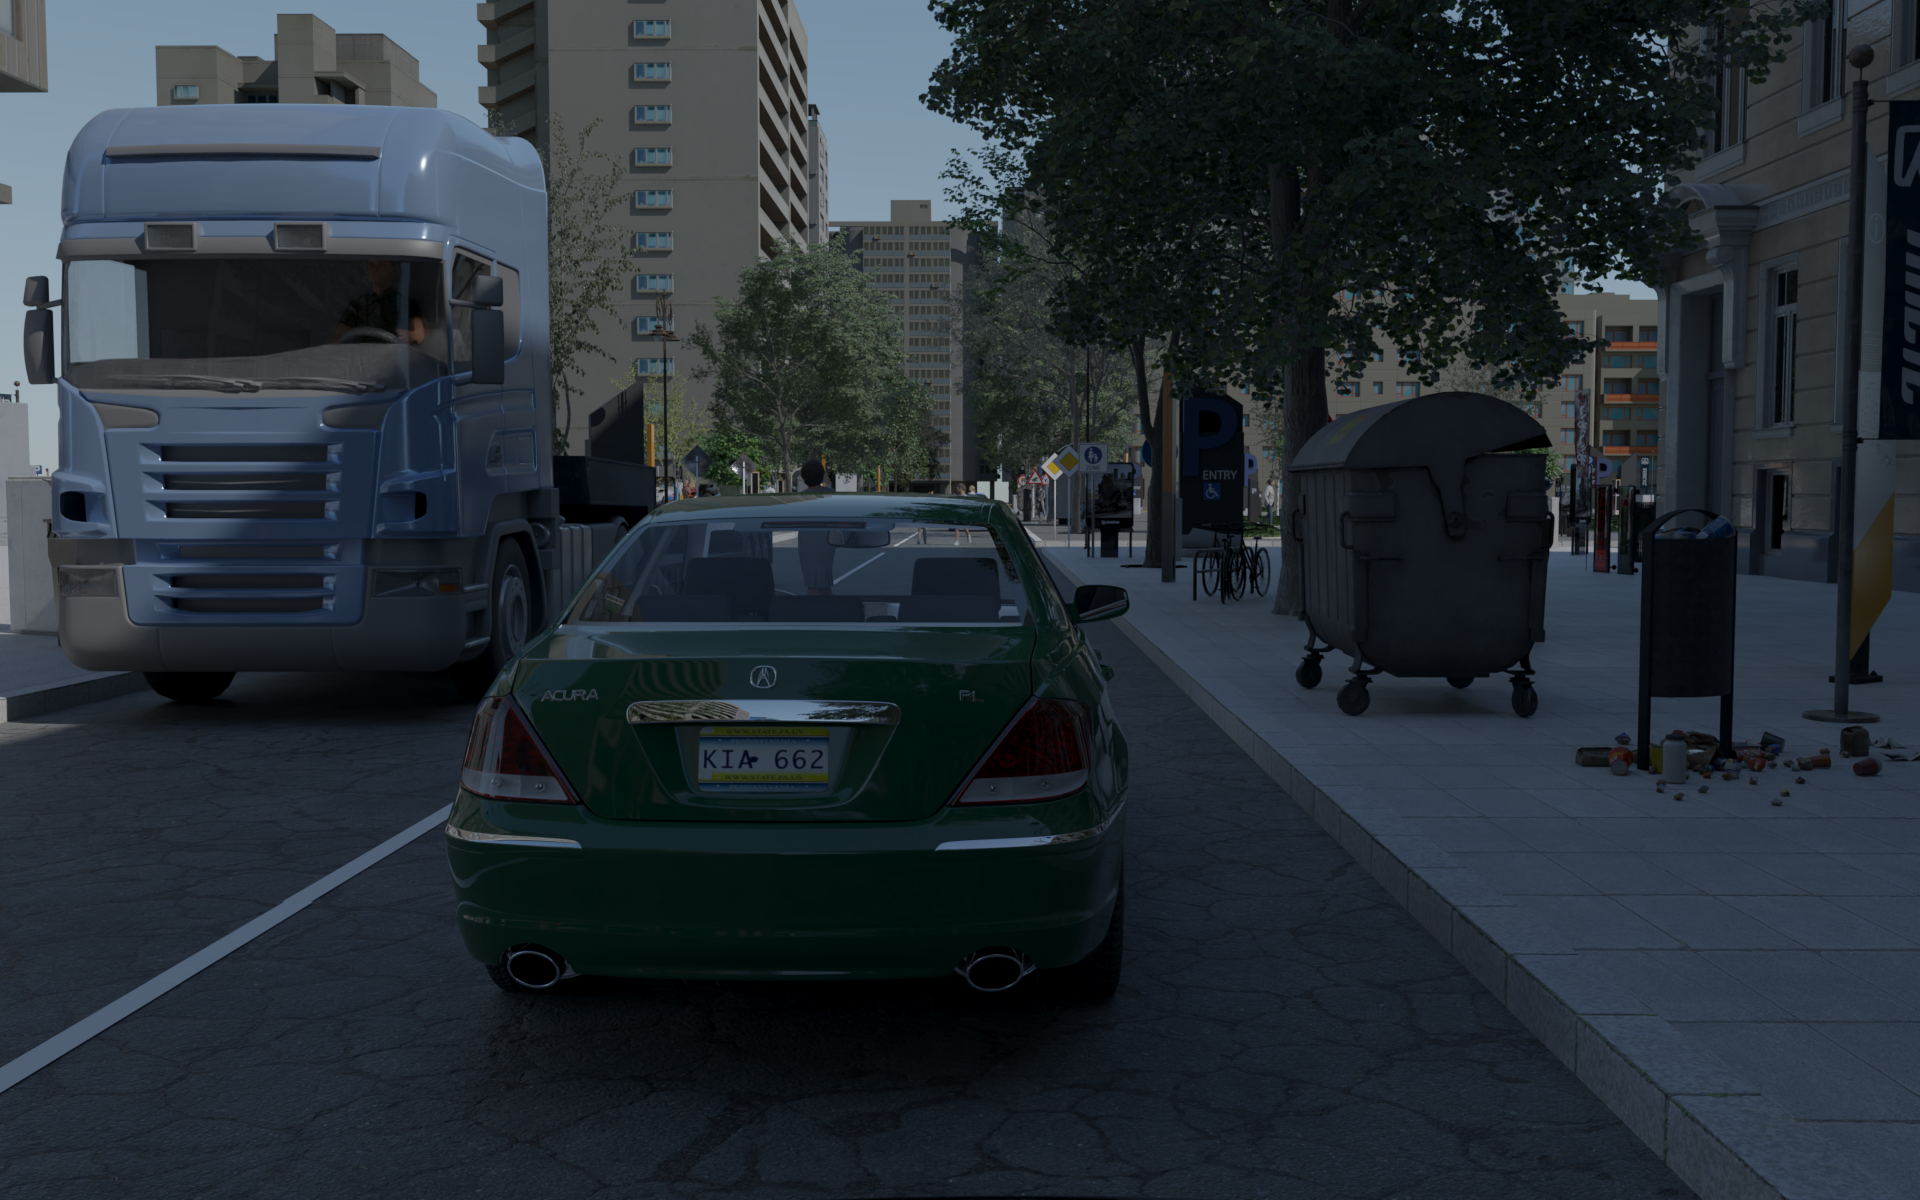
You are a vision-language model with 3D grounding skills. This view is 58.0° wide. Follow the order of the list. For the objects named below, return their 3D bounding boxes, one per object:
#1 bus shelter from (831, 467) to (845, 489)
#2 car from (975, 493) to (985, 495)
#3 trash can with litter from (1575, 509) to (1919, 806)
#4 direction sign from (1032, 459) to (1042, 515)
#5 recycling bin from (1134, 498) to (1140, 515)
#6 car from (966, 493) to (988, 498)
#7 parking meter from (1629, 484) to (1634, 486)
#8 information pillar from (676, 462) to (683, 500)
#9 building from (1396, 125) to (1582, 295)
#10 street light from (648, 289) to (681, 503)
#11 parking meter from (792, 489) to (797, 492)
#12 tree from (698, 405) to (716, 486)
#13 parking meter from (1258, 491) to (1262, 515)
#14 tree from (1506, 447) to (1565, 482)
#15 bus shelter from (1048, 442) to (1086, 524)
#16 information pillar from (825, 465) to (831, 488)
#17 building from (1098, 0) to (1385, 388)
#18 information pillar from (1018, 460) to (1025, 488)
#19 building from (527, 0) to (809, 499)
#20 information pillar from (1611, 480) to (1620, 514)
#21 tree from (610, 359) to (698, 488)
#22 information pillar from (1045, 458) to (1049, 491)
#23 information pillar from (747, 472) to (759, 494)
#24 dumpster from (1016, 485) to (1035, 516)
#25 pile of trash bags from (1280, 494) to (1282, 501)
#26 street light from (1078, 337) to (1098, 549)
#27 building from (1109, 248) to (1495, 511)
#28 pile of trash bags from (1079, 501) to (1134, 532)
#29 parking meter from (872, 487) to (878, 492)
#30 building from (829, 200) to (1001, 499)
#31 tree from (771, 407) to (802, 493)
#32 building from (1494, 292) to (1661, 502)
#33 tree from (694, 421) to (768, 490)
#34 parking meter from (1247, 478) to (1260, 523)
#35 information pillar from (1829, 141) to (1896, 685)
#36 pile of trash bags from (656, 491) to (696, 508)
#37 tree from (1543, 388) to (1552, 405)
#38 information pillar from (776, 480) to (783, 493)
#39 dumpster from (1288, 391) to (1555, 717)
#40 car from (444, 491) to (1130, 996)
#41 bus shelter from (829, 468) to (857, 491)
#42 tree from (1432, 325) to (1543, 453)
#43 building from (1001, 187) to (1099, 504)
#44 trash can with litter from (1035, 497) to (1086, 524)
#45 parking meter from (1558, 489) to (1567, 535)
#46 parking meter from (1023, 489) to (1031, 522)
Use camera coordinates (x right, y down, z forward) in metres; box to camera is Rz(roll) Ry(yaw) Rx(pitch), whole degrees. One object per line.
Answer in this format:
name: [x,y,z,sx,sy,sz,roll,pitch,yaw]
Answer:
bus shelter: [-7.811,-7.855,119.708,1.731,3.624,6.357,0,4,1]
car: [1.354,-7.549,133.013,1.945,1.707,3.694,0,4,-1]
trash can with litter: [3.808,0.178,8.153,2.233,1.210,1.678,-1,4,-22]
direction sign: [4.703,-6.933,105.353,0.379,3.537,0.876,3,5,44]
recycling bin: [10.495,-5.630,104.599,0.722,1.027,0.722,0,4,1]
car: [0.457,-3.521,67.353,2.009,1.686,4.222,0,4,2]
parking meter: [39.629,-5.906,102.266,0.255,1.863,0.399,0,4,7]
information pillar: [-20.117,-8.118,124.081,0.504,3.616,0.183,0,4,0]
building: [64.152,-37.139,226.832,30.456,49.044,23.786,0,4,1]
street light: [-6.676,-4.066,39.260,0.468,5.910,1.993,0,4,1]
parking meter: [-7.892,-4.519,82.296,0.372,1.533,0.369,0,3,0]
tree: [-16.497,-9.249,101.587,4.737,8.622,4.395,0,3,0]
parking meter: [17.547,-5.711,101.783,0.372,1.533,0.369,0,3,0]
tree: [29.179,-6.437,88.961,4.285,4.588,4.351,0,3,0]
bus shelter: [4.679,-4.696,70.698,2.014,3.302,5.546,0,4,1]
information pillar: [-8.744,-7.543,114.687,0.504,3.616,0.183,-1,4,-11]
building: [28.347,-35.885,175.951,28.713,52.752,27.495,0,4,1]
information pillar: [4.251,-7.831,119.396,0.504,3.616,0.183,0,4,3]
building: [-25.404,-32.630,157.208,21.300,48.544,21.600,0,4,1]
information pillar: [33.061,-5.068,87.355,0.304,2.012,0.304,-2,4,-28]
tree: [-17.235,-8.815,94.481,4.737,8.622,4.395,0,3,0]
information pillar: [5.692,-7.441,113.022,0.183,3.616,0.504,-1,4,-22]
information pillar: [-6.817,-3.217,57.086,0.304,2.012,0.304,-2,4,-35]
dumpster: [3.984,-5.981,103.549,1.264,1.857,1.865,0,4,1]
pile of trash bags: [23.381,-6.581,117.350,3.447,1.369,1.912,-1,4,-10]
street light: [2.976,-4.131,40.330,0.468,5.910,1.993,0,4,1]
building: [27.465,-18.577,148.769,27.650,21.520,28.899,0,4,1]
pile of trash bags: [5.017,-3.033,59.350,1.912,1.369,3.447,0,4,6]
parking meter: [-6.083,-7.201,123.444,0.399,1.863,0.255,2,4,25]
building: [-6.572,-33.005,231.509,23.993,40.220,32.217,0,4,1]
tree: [-11.996,-10.053,114.729,4.737,8.622,4.395,0,3,0]
building: [65.333,-20.259,176.281,28.899,21.520,27.650,0,4,1]
tree: [-10.103,-5.617,75.558,4.285,4.588,4.351,0,3,0]
parking meter: [10.988,-3.617,64.851,0.399,1.863,0.255,0,4,-6]
information pillar: [6.177,-1.247,11.743,0.504,3.616,0.183,-2,4,-33]
pile of trash bags: [-10.077,-2.945,57.902,3.447,1.369,1.912,1,4,16]
tree: [26.217,-8.139,83.441,4.360,8.622,3.978,0,3,0]
information pillar: [-9.245,-5.160,88.855,0.304,2.012,0.304,-2,4,-24]
dumpster: [2.798,-0.299,10.649,1.264,1.857,1.865,0,4,1]
car: [-0.400,0.331,6.392,2.131,1.459,4.920,0,4,2]
bus shelter: [-7.315,-7.324,113.668,2.014,3.302,5.546,0,4,1]
tree: [22.781,-7.708,76.392,4.360,8.622,3.978,0,3,0]
building: [12.361,-32.996,223.085,14.086,41.232,14.154,0,4,1]
trash can with litter: [4.134,-3.957,75.756,2.233,1.210,1.678,-1,4,-11]
parking meter: [19.165,-2.840,54.849,0.372,1.533,0.369,0,3,0]
parking meter: [3.104,-4.375,79.935,0.372,1.533,0.369,0,3,0]
